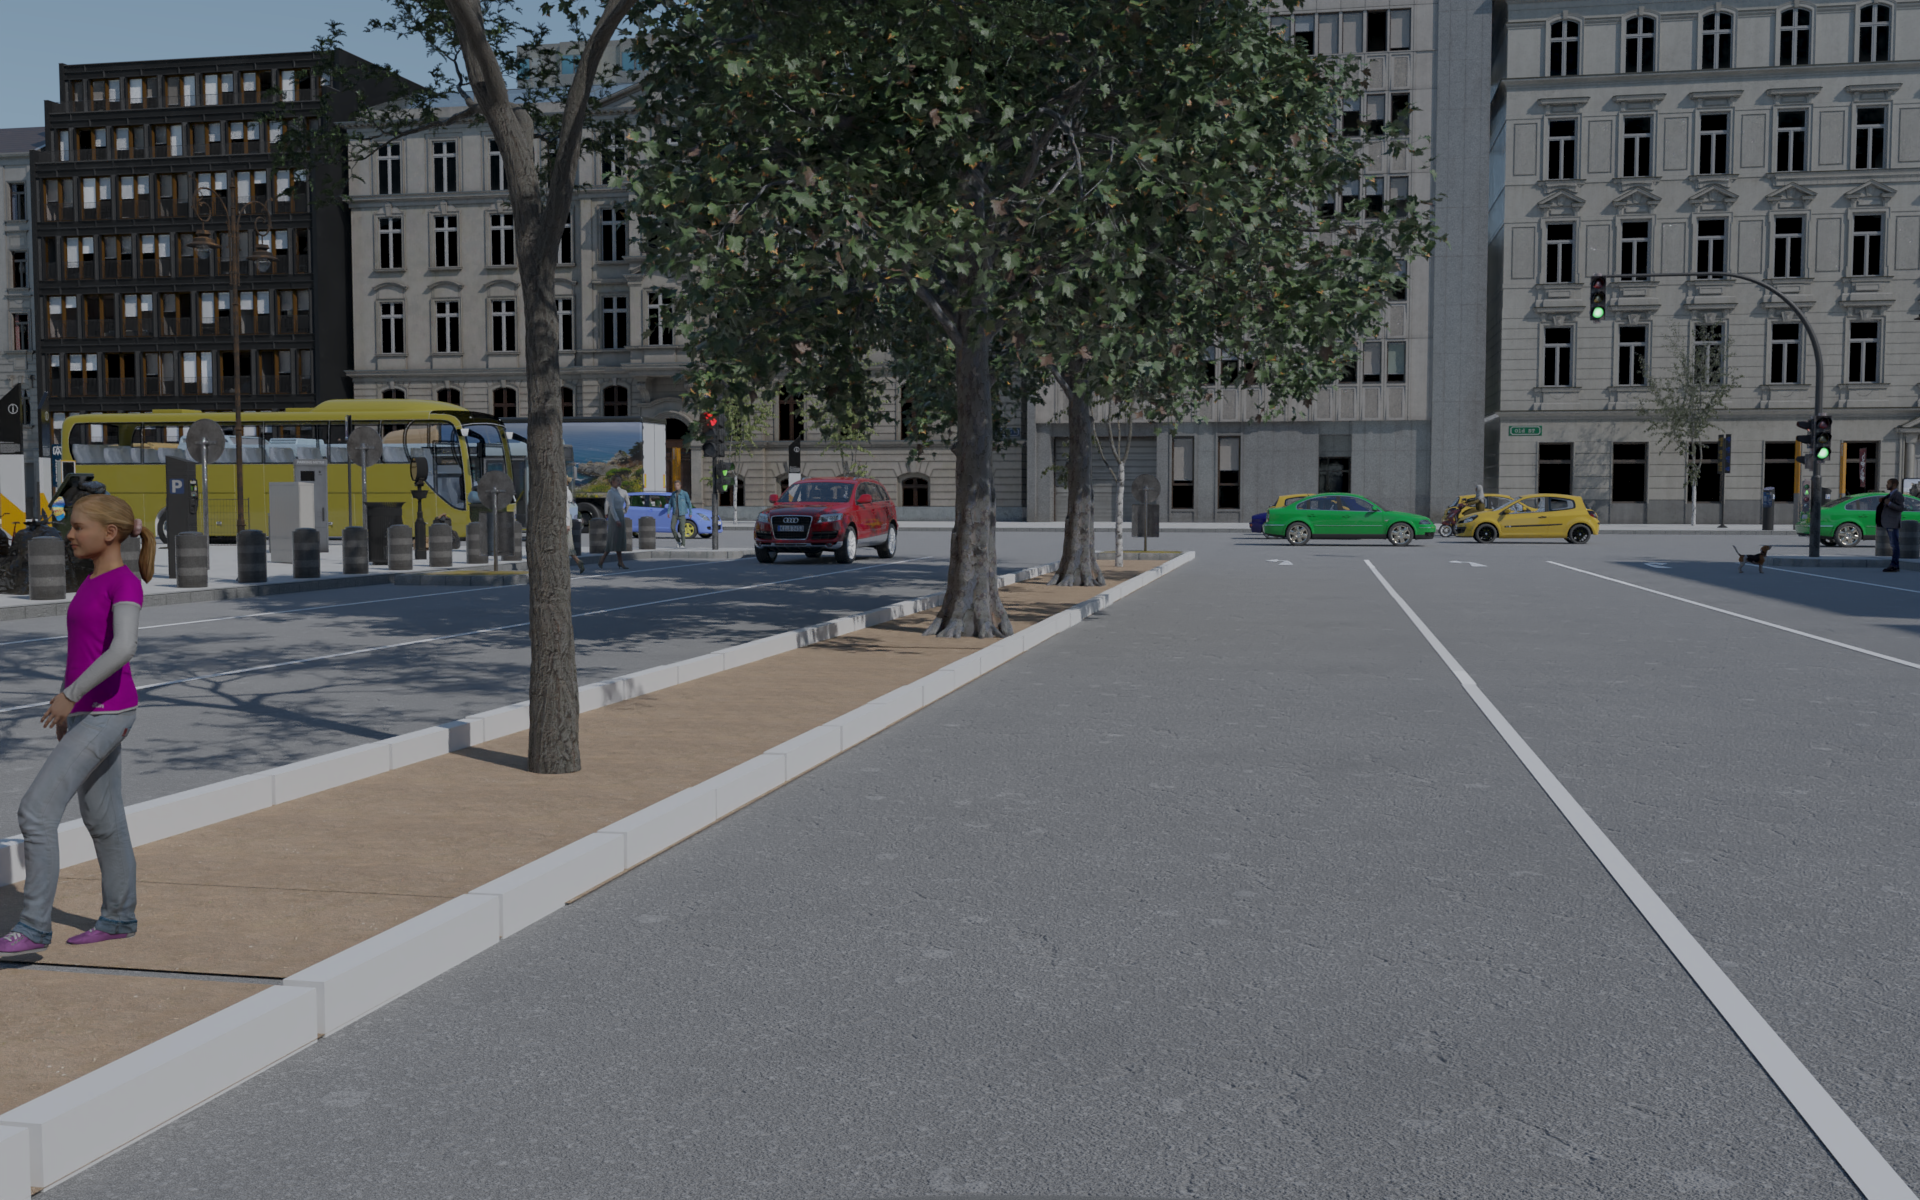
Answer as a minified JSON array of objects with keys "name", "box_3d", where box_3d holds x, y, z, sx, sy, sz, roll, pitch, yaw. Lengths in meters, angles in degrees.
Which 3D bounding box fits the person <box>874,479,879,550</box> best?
[{"name":"person","box_3d":[-2.176,-2.217,44.714,0.622,1.834,0.822,2,4,27]}]

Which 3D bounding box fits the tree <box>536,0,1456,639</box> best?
[{"name":"tree","box_3d":[0.154,-5.985,17.313,9.611,12.733,9.660,0,3,0]}]

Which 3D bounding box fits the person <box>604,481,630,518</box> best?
[{"name":"person","box_3d":[-9.018,-2.277,45.574,0.661,1.843,0.795,-1,4,-10]}]

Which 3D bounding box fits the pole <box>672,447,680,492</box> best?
[{"name":"pole","box_3d":[-12.465,-5.011,75.766,0.158,3.312,0.155,0,3,0]}]

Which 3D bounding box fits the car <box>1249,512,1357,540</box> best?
[{"name":"car","box_3d":[11.189,-2.603,55.143,3.894,1.354,1.945,1,4,13]}]

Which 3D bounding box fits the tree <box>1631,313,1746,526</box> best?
[{"name":"tree","box_3d":[29.508,-7.317,70.001,4.360,8.622,3.978,0,3,0]}]

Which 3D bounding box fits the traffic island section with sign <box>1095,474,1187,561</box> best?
[{"name":"traffic island section with sign","box_3d":[4.035,-1.841,38.230,2.006,1.907,1.989,1,4,11]}]

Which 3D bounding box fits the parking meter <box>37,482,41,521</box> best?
[{"name":"parking meter","box_3d":[-43.746,-4.691,82.417,0.255,1.863,0.399,-1,4,-20]}]

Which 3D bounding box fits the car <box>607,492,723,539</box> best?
[{"name":"car","box_3d":[-9.548,-2.847,56.145,3.694,1.707,1.945,1,4,13]}]

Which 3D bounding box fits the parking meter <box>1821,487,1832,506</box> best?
[{"name":"parking meter","box_3d":[31.218,-3.306,62.465,0.372,1.533,0.369,0,3,0]}]

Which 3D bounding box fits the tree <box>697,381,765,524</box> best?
[{"name":"tree","box_3d":[-9.528,-7.524,73.378,4.737,8.622,4.395,0,3,0]}]

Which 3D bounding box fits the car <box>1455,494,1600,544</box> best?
[{"name":"car","box_3d":[16.518,-2.463,50.486,3.980,1.641,2.015,1,4,12]}]

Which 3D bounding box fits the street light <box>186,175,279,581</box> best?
[{"name":"street light","box_3d":[-10.639,-3.224,25.496,0.468,5.910,1.993,1,4,11]}]

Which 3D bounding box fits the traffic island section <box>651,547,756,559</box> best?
[{"name":"traffic island section","box_3d":[-5.662,-1.081,39.950,2.009,0.180,2.903,1,4,11]}]

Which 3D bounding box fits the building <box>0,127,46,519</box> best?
[{"name":"building","box_3d":[-54.641,-15.014,94.630,18.267,20.994,9.793,1,4,11]}]

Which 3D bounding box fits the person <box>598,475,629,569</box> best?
[{"name":"person","box_3d":[-6.644,-1.492,33.122,0.641,1.798,0.478,1,4,22]}]

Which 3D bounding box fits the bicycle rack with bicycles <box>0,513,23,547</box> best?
[{"name":"bicycle rack with bicycles","box_3d":[-19.163,-1.159,32.338,2.925,0.926,2.852,2,4,33]}]

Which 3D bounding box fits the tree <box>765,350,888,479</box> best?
[{"name":"tree","box_3d":[-4.855,-7.476,72.595,4.737,8.622,4.395,0,3,0]}]

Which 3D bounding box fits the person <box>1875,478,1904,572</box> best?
[{"name":"person","box_3d":[17.115,-1.381,31.902,0.431,1.722,0.655,1,4,22]}]

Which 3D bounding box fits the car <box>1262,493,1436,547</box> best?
[{"name":"car","box_3d":[10.804,-2.406,48.138,4.718,1.807,1.959,1,4,12]}]

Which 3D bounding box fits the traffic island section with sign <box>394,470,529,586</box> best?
[{"name":"traffic island section with sign","box_3d":[-7.747,-1.185,27.997,1.989,1.847,2.006,1,4,11]}]

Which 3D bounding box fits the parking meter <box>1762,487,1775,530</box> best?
[{"name":"parking meter","box_3d":[28.559,-3.228,61.182,0.372,1.533,0.369,0,3,0]}]

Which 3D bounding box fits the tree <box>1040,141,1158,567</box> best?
[{"name":"tree","box_3d":[3.147,-4.961,33.938,4.360,8.622,3.978,0,3,0]}]

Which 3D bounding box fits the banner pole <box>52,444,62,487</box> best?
[{"name":"banner pole","box_3d":[-39.375,-5.260,76.016,0.863,3.779,0.401,-2,4,-29]}]

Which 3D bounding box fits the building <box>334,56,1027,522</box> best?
[{"name":"building","box_3d":[-12.702,-16.429,87.692,34.723,24.649,14.460,1,4,11]}]

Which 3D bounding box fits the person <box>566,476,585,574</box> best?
[{"name":"person","box_3d":[-7.003,-1.355,30.882,0.641,1.798,0.478,1,4,10]}]

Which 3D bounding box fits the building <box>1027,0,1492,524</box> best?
[{"name":"building","box_3d":[13.966,-16.127,81.706,19.932,24.808,12.078,1,4,11]}]

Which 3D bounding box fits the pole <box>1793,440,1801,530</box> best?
[{"name":"pole","box_3d":[29.783,-4.146,61.623,0.158,3.312,0.155,0,3,0]}]

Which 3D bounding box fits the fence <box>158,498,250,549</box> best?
[{"name":"fence","box_3d":[-17.577,-1.790,40.477,2.264,1.192,0.480,1,4,9]}]

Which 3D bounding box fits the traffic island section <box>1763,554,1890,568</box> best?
[{"name":"traffic island section","box_3d":[17.410,-0.795,35.284,2.009,0.180,2.903,1,4,11]}]

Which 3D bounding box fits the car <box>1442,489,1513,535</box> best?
[{"name":"car","box_3d":[18.512,-2.990,59.107,3.980,1.641,2.015,1,4,11]}]

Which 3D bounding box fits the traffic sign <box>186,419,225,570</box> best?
[{"name":"traffic sign","box_3d":[-12.751,-1.783,29.258,0.768,2.556,0.104,1,4,15]}]

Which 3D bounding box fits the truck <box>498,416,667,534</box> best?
[{"name":"truck","box_3d":[-16.668,-4.625,64.536,11.283,4.237,2.839,1,4,11]}]

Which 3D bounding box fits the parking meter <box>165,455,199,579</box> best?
[{"name":"parking meter","box_3d":[-11.783,-1.257,26.259,0.399,1.863,0.255,0,4,4]}]

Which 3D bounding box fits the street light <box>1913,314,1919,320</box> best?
[{"name":"street light","box_3d":[19.359,-3.766,34.355,0.468,5.910,1.993,1,4,11]}]

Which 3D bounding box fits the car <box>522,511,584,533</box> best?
[{"name":"car","box_3d":[-14.523,-2.894,57.108,4.222,1.686,2.009,1,4,10]}]

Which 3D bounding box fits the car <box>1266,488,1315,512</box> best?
[{"name":"car","box_3d":[12.627,-3.074,60.491,3.980,1.641,2.015,1,4,12]}]

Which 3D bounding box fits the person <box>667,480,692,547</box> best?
[{"name":"person","box_3d":[-7.192,-2.177,44.445,0.601,1.785,0.444,1,4,18]}]

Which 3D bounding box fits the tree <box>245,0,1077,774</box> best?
[{"name":"tree","box_3d":[-1.998,-4.408,8.947,8.767,10.594,7.601,1,4,11]}]

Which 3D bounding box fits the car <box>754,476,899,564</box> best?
[{"name":"car","box_3d":[-2.825,-1.762,37.482,2.281,1.827,5.304,1,4,13]}]

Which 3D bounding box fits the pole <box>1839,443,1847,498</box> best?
[{"name":"pole","box_3d":[35.254,-4.608,69.191,0.158,3.312,0.155,0,3,0]}]

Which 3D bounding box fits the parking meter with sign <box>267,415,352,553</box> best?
[{"name":"parking meter with sign","box_3d":[-14.242,-2.549,37.938,1.738,3.016,0.543,-2,4,-25]}]

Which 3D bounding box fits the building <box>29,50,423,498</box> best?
[{"name":"building","box_3d":[-37.768,-16.034,91.829,15.834,23.373,12.332,1,4,11]}]

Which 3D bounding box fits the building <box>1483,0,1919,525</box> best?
[{"name":"building","box_3d":[45.760,-18.395,77.176,44.131,29.872,17.030,1,4,11]}]

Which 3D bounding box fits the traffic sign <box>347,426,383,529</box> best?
[{"name":"traffic sign","box_3d":[-11.193,-1.984,32.549,0.768,2.556,0.104,1,4,15]}]

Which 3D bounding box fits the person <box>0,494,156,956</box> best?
[{"name":"person","box_3d":[-2.776,0.395,5.285,0.726,1.434,0.776,3,5,44]}]

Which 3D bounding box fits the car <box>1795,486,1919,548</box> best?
[{"name":"car","box_3d":[25.213,-2.323,46.785,4.718,1.807,1.959,1,4,11]}]
